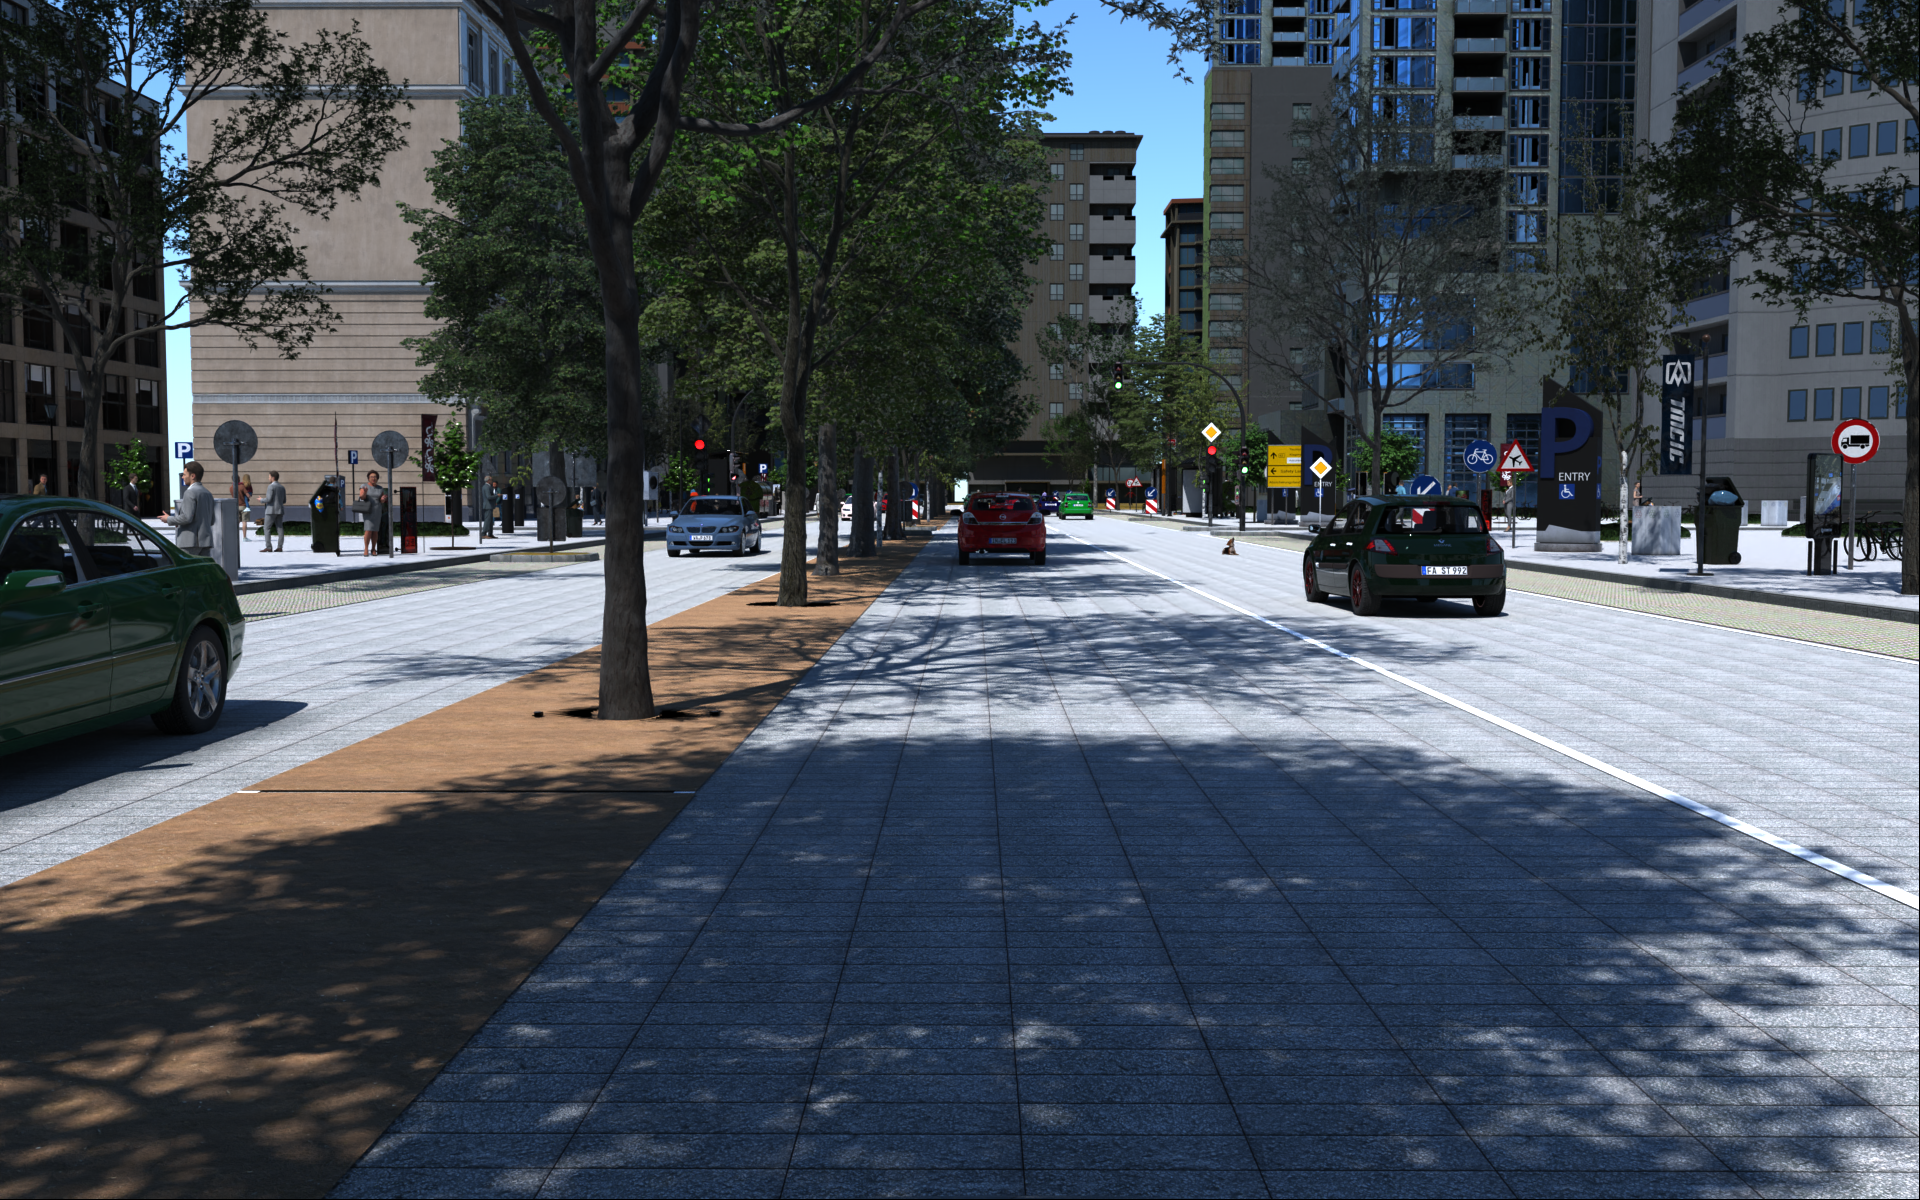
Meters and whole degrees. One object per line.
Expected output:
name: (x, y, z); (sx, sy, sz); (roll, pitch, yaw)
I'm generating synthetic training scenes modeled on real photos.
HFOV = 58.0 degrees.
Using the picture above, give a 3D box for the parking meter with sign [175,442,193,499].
parking meter with sign: (-25.646, -3.738, 57.383); (0.543, 3.016, 1.738); (-2, 4, -26)

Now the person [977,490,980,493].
person: (1.544, -7.974, 139.360); (0.782, 1.767, 0.515); (-1, 4, -14)

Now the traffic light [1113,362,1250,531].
traffic light: (7.641, -5.198, 59.652); (4.771, 5.953, 1.251); (0, 4, 0)

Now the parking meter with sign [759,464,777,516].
parking meter with sign: (-11.069, -6.350, 100.077); (0.543, 3.016, 1.738); (1, 4, 13)

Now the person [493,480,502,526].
person: (-18.439, -3.847, 68.927); (0.713, 1.824, 0.794); (-2, 4, -24)

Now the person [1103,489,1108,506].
person: (16.026, -11.252, 190.027); (0.705, 1.823, 1.348); (-1, 4, -19)

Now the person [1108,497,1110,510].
person: (11.925, -7.750, 137.770); (0.382, 1.210, 0.505); (-2, 4, -27)

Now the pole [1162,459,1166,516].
pole: (11.951, -6.594, 101.647); (0.158, 3.312, 0.155); (0, 3, 0)

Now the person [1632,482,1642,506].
person: (27.343, -3.885, 69.900); (0.374, 1.781, 0.599); (2, 4, 26)

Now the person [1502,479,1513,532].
person: (18.553, -3.207, 58.748); (0.573, 1.790, 0.520); (-2, 4, -25)

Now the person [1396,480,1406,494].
person: (17.315, -3.813, 68.247); (0.748, 1.841, 0.638); (-1, 4, -10)

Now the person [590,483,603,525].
person: (-14.906, -3.957, 71.162); (0.534, 1.772, 0.576); (0, 4, -4)

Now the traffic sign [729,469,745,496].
traffic sign: (-11.188, -5.309, 86.915); (0.768, 2.556, 0.104); (0, 4, 3)

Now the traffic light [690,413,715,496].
traffic light: (-8.927, -4.341, 59.900); (0.839, 4.253, 0.868); (0, 4, 0)

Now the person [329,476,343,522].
person: (-17.799, -2.608, 49.024); (0.601, 1.785, 0.444); (1, 4, 12)

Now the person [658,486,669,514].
person: (-19.155, -6.585, 113.925); (1.509, 1.804, 0.699); (-1, 4, -10)

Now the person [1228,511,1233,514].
person: (17.315, -6.385, 110.621); (0.419, 1.800, 0.721); (-1, 4, -19)

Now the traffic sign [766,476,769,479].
traffic sign: (-13.341, -7.221, 118.168); (0.768, 2.556, 0.104); (1, 4, 10)

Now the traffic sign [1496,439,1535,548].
traffic sign: (13.075, -2.498, 40.840); (0.884, 2.594, 0.081); (0, 4, 6)

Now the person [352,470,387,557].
person: (-12.129, -1.785, 35.590); (0.716, 1.782, 0.532); (-3, 5, -40)

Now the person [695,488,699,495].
person: (-20.237, -7.688, 132.098); (0.716, 1.782, 0.532); (0, 4, -4)

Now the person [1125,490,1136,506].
person: (19.147, -11.512, 194.209); (1.348, 1.831, 0.705); (0, 4, 6)

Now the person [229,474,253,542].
person: (-19.386, -2.495, 46.803); (0.580, 1.828, 0.573); (-3, 4, -37)

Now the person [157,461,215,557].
person: (-8.703, -0.662, 19.524); (0.583, 1.804, 0.606); (0, 4, -1)

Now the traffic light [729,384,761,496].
traffic light: (-6.775, -5.703, 67.905); (4.771, 5.953, 1.251); (0, 4, 0)

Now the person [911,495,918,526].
person: (-2.029, -3.865, 71.879); (0.709, 1.800, 0.728); (-2, 4, -30)

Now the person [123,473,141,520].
person: (-22.697, -2.557, 47.632); (0.755, 1.850, 0.659); (0, 4, 6)

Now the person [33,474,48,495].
person: (-26.056, -2.637, 49.063); (0.836, 1.842, 0.656); (-3, 4, -36)

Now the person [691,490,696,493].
person: (-13.129, -4.837, 85.477); (0.444, 1.785, 0.601); (0, 4, -8)

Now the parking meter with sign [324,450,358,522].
parking meter with sign: (-24.985, -4.465, 69.260); (1.738, 3.016, 0.543); (1, 4, 13)

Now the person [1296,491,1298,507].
person: (21.866, -6.542, 113.235); (0.478, 1.798, 0.641); (1, 4, 17)

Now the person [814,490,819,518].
person: (-7.938, -5.440, 97.795); (0.694, 1.780, 0.624); (0, 4, 0)

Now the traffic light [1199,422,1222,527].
traffic light: (9.793, -4.822, 67.763); (0.839, 4.253, 0.868); (0, 4, 0)

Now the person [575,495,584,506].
person: (-18.228, -4.419, 82.974); (0.332, 1.250, 0.352); (3, 4, 36)

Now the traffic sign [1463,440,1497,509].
traffic sign: (12.240, -2.491, 40.826); (0.768, 2.556, 0.104); (0, 4, 7)

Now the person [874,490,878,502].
person: (-7.191, -8.689, 150.521); (0.705, 1.831, 1.348); (-2, 4, -28)

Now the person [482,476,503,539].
person: (-13.430, -2.656, 49.644); (0.590, 1.801, 0.661); (-2, 4, -24)

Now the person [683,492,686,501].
person: (-20.229, -7.333, 126.284); (0.601, 1.785, 0.444); (-1, 4, -18)

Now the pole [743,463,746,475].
pole: (-14.251, -7.374, 114.400); (0.158, 3.312, 0.155); (0, 3, 0)

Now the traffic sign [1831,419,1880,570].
traffic sign: (15.114, -1.787, 29.318); (0.768, 2.556, 0.104); (1, 4, 10)

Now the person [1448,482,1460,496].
person: (21.494, -4.209, 75.044); (0.721, 1.800, 0.419); (3, 4, 36)

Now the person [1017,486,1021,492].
person: (3.612, -5.832, 103.219); (0.648, 1.900, 0.474); (3, 5, 40)

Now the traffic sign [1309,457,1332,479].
traffic sign: (12.652, -3.728, 60.690); (0.795, 2.593, 0.064); (0, 4, 3)

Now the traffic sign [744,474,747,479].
traffic sign: (-12.899, -6.221, 101.812); (0.768, 2.556, 0.104); (0, 4, 6)

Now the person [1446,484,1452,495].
person: (22.271, -4.415, 78.978); (0.760, 1.731, 0.466); (1, 4, 10)

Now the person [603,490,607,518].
person: (-18.816, -5.288, 92.857); (0.623, 1.781, 0.721); (-1, 4, -11)

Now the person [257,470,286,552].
person: (-15.242, -1.963, 38.339); (0.583, 1.804, 0.606); (1, 4, 11)

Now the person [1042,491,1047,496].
person: (9.894, -11.939, 203.577); (0.709, 1.838, 0.599); (-1, 4, -19)
